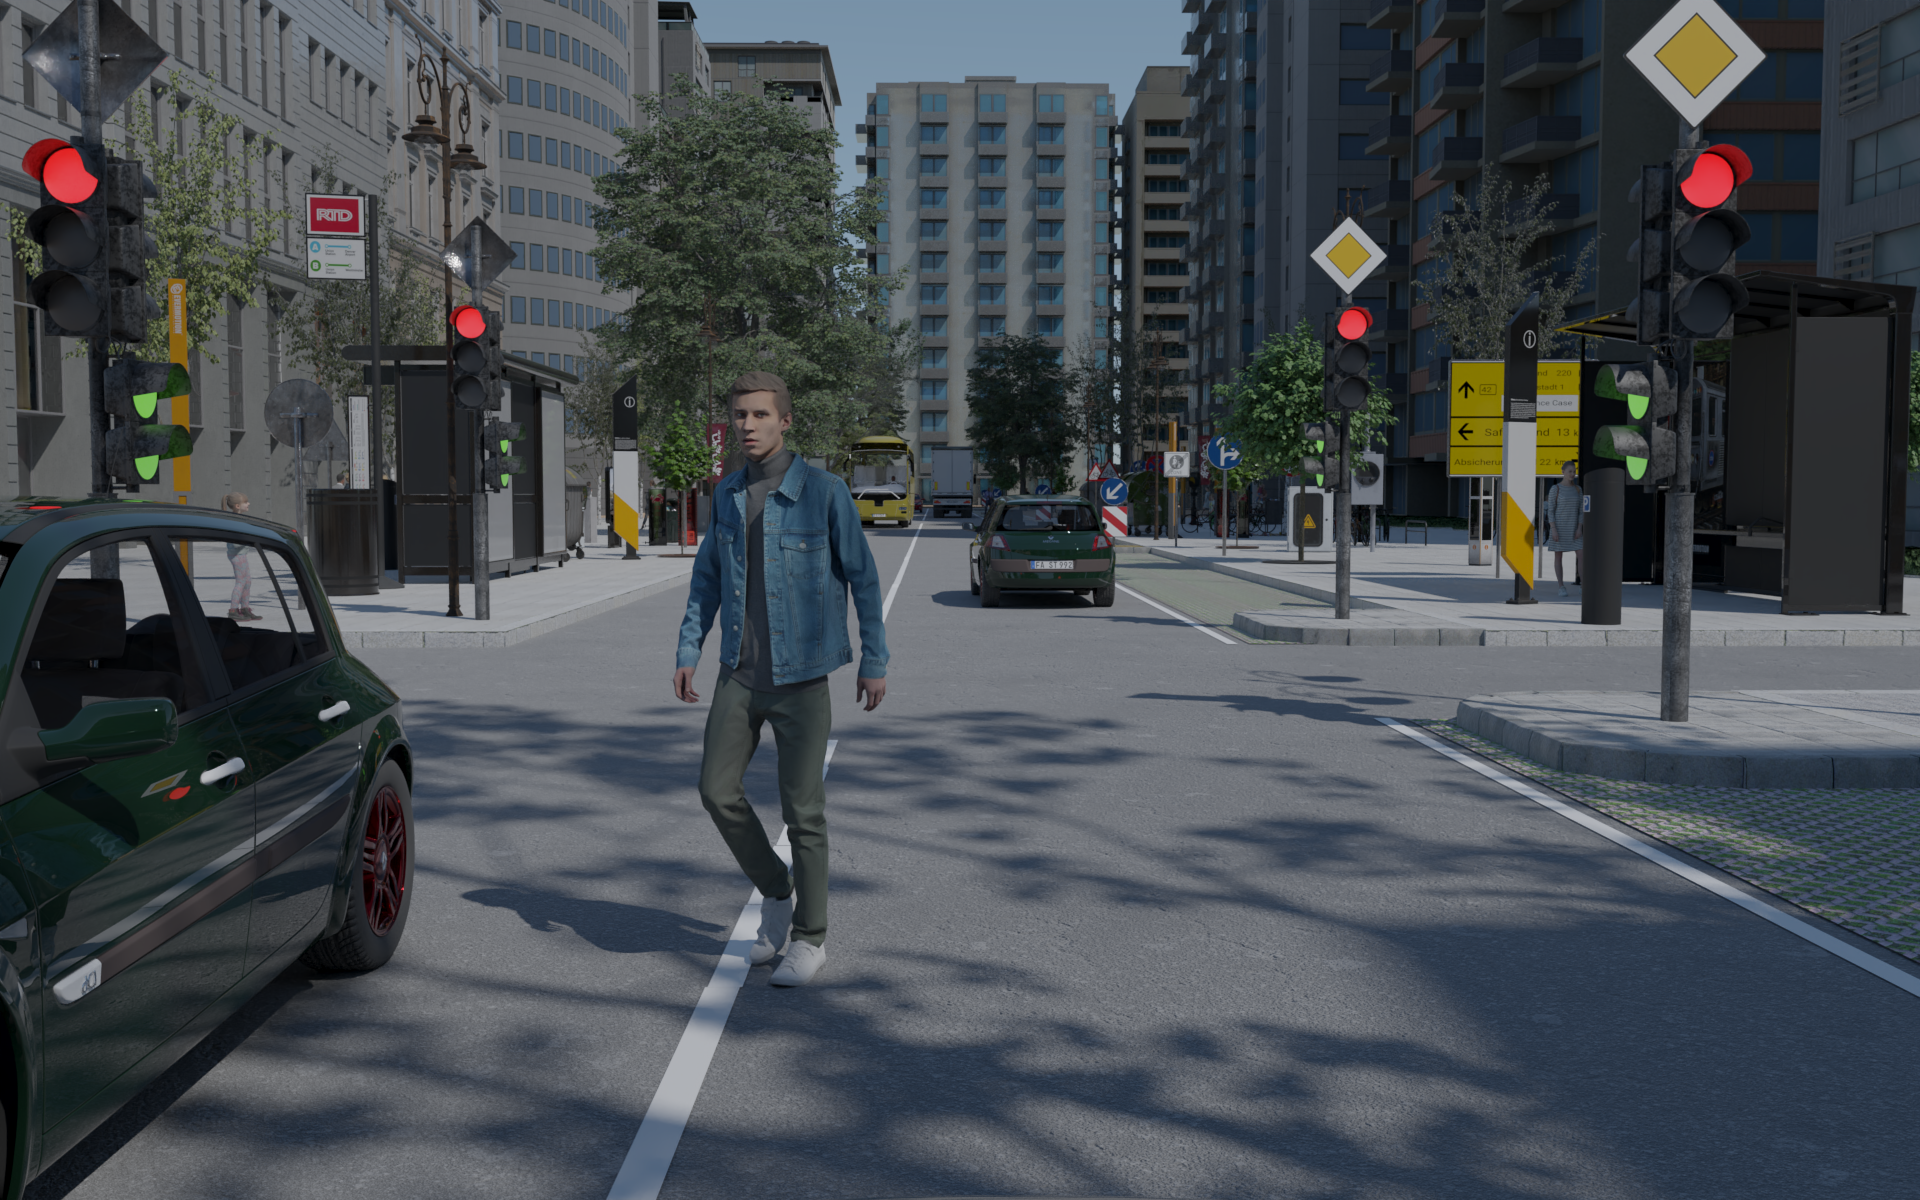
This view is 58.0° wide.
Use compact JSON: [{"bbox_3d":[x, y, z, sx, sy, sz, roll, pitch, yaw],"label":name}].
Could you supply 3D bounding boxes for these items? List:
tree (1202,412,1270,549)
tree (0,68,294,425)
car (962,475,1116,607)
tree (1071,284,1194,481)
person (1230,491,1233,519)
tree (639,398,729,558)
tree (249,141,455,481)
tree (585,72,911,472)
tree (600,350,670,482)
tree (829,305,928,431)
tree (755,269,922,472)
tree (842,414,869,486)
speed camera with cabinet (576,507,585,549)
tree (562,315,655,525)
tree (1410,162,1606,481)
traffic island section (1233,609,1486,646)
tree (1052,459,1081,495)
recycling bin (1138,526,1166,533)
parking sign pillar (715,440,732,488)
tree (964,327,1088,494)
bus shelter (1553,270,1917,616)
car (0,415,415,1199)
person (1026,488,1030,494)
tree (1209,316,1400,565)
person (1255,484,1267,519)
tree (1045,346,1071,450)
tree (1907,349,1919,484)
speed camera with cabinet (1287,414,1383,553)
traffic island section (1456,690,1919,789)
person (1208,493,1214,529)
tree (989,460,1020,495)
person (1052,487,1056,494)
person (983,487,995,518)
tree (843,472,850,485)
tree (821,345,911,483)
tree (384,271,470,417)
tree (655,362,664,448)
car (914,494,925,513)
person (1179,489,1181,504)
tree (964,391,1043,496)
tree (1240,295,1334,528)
[{"bbox_3d":[6.427,-2.826,40.812,1.663,3.219,1.824,0,3,0],"label":"tree"},{"bbox_3d":[-13.575,-4.841,29.511,4.737,8.622,4.395,0,3,0],"label":"tree"},{"bbox_3d":[1.051,-0.830,23.359,2.009,1.686,4.222,0,4,-2],"label":"car"},{"bbox_3d":[6.173,-6.719,60.215,4.360,8.622,3.978,0,3,0],"label":"tree"},{"bbox_3d":[13.603,-5.019,88.206,0.850,1.850,0.679,-1,4,-9],"label":"person"},{"bbox_3d":[-5.782,-2.486,35.256,1.663,3.219,1.824,0,3,0],"label":"tree"},{"bbox_3d":[-12.713,-5.266,36.460,4.360,8.622,3.978,0,3,0],"label":"tree"},{"bbox_3d":[-6.668,-8.949,52.974,9.857,13.997,8.962,0,3,0],"label":"tree"},{"bbox_3d":[-15.984,-8.164,83.838,4.737,8.622,4.395,0,3,0],"label":"tree"},{"bbox_3d":[-10.215,-19.068,167.656,12.611,20.169,13.585,0,3,0],"label":"tree"},{"bbox_3d":[-7.026,-11.174,93.071,12.009,13.543,11.850,0,3,0],"label":"tree"},{"bbox_3d":[-7.776,-11.144,132.568,4.737,8.622,4.395,0,3,0],"label":"tree"},{"bbox_3d":[-9.672,-2.875,41.337,0.660,3.252,2.038,-3,4,-38],"label":"speed camera with cabinet"},{"bbox_3d":[-14.992,-7.413,71.564,4.360,8.622,3.978,0,3,0],"label":"tree"},{"bbox_3d":[12.271,-5.446,39.398,4.360,8.622,3.978,0,3,0],"label":"tree"},{"bbox_3d":[3.950,0.274,17.795,2.009,0.180,2.903,0,4,-1],"label":"traffic island section"},{"bbox_3d":[5.524,-6.129,94.807,1.663,3.219,1.824,0,3,0],"label":"tree"},{"bbox_3d":[6.437,-2.777,57.956,0.722,1.027,0.722,3,4,36],"label":"recycling bin"},{"bbox_3d":[-9.755,-5.207,73.608,1.447,3.967,1.447,0,4,-4],"label":"parking sign pillar"},{"bbox_3d":[4.941,-13.792,132.148,9.857,13.997,8.962,0,3,0],"label":"tree"},{"bbox_3d":[9.206,-1.836,21.305,1.731,3.624,6.357,0,4,-1],"label":"bus shelter"},{"bbox_3d":[-2.527,0.364,3.838,2.009,1.686,4.222,0,4,-2],"label":"car"},{"bbox_3d":[5.872,-8.973,152.769,1.348,1.822,0.705,0,4,0],"label":"person"},{"bbox_3d":[6.390,-2.955,32.024,4.285,4.588,4.351,0,3,0],"label":"tree"},{"bbox_3d":[15.469,-5.077,89.029,0.573,1.828,0.580,2,4,27],"label":"person"},{"bbox_3d":[6.055,-7.820,78.216,4.360,8.622,3.978,0,3,0],"label":"tree"},{"bbox_3d":[17.753,-3.014,32.989,4.285,4.588,4.351,0,3,0],"label":"tree"},{"bbox_3d":[8.247,-2.677,38.102,2.038,3.252,0.660,1,4,11],"label":"speed camera with cabinet"},{"bbox_3d":[4.068,0.763,9.811,2.009,0.180,2.903,0,4,-1],"label":"traffic island section"},{"bbox_3d":[9.215,-3.232,63.139,0.306,1.304,0.590,3,5,41],"label":"person"},{"bbox_3d":[4.379,-10.867,161.396,4.285,4.588,4.351,0,3,0],"label":"tree"},{"bbox_3d":[6.560,-6.914,119.610,0.721,1.766,1.217,-3,5,-43],"label":"person"},{"bbox_3d":[1.780,-5.924,105.218,0.709,1.838,0.599,-1,4,-22],"label":"person"},{"bbox_3d":[-8.124,-10.014,147.434,4.285,4.588,4.351,0,3,0],"label":"tree"},{"bbox_3d":[-6.935,-12.458,121.812,7.486,12.596,7.792,0,3,0],"label":"tree"},{"bbox_3d":[-17.062,-6.504,56.703,4.737,8.622,4.395,0,3,0],"label":"tree"},{"bbox_3d":[-15.661,-7.839,78.526,4.360,8.622,3.978,0,3,0],"label":"tree"},{"bbox_3d":[-3.779,-7.626,133.722,2.155,1.783,4.494,0,4,-1],"label":"car"},{"bbox_3d":[21.672,-9.937,169.236,0.721,1.736,1.217,-1,4,-15],"label":"person"},{"bbox_3d":[4.238,-14.875,168.956,9.928,11.665,9.643,0,3,0],"label":"tree"},{"bbox_3d":[12.318,-7.019,65.131,4.360,8.622,3.978,0,3,0],"label":"tree"}]
